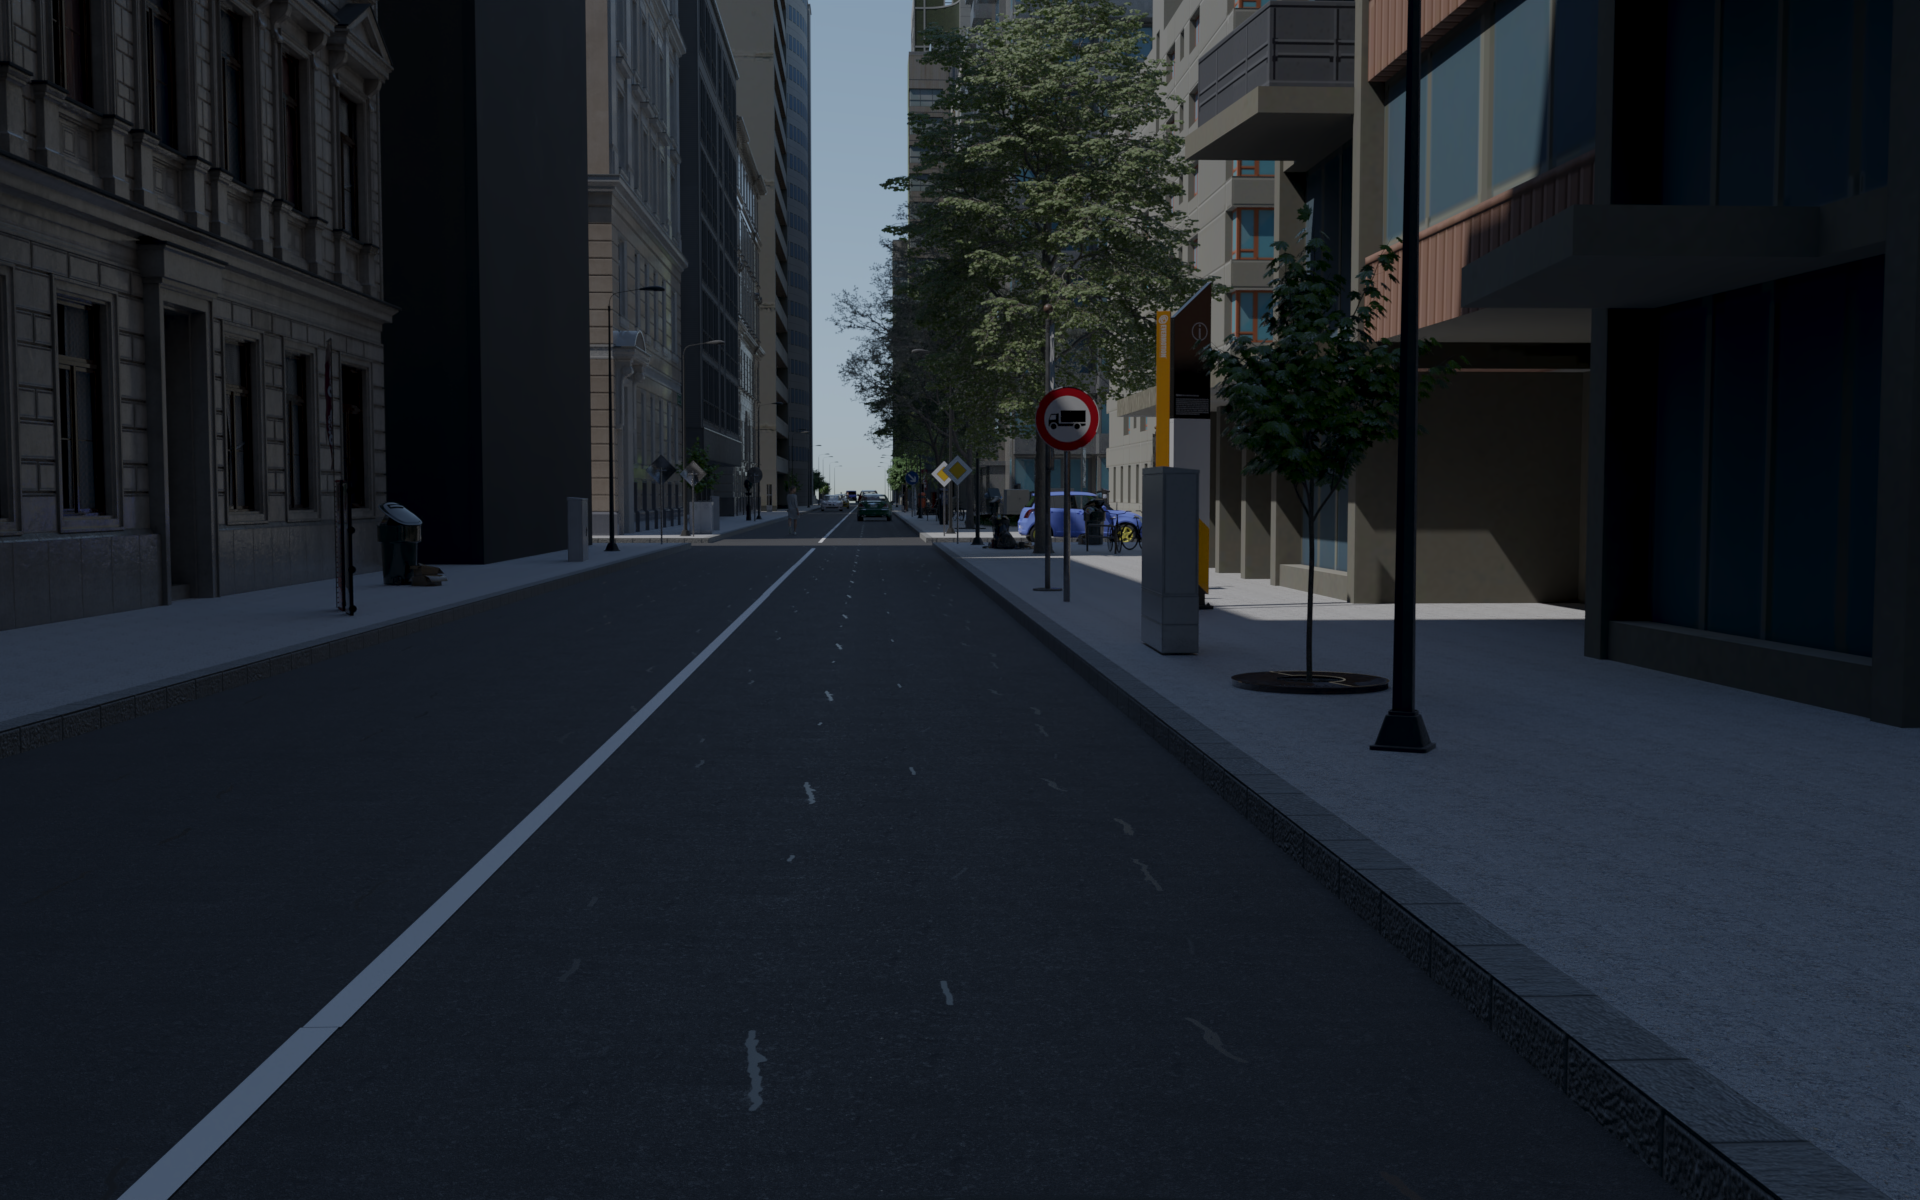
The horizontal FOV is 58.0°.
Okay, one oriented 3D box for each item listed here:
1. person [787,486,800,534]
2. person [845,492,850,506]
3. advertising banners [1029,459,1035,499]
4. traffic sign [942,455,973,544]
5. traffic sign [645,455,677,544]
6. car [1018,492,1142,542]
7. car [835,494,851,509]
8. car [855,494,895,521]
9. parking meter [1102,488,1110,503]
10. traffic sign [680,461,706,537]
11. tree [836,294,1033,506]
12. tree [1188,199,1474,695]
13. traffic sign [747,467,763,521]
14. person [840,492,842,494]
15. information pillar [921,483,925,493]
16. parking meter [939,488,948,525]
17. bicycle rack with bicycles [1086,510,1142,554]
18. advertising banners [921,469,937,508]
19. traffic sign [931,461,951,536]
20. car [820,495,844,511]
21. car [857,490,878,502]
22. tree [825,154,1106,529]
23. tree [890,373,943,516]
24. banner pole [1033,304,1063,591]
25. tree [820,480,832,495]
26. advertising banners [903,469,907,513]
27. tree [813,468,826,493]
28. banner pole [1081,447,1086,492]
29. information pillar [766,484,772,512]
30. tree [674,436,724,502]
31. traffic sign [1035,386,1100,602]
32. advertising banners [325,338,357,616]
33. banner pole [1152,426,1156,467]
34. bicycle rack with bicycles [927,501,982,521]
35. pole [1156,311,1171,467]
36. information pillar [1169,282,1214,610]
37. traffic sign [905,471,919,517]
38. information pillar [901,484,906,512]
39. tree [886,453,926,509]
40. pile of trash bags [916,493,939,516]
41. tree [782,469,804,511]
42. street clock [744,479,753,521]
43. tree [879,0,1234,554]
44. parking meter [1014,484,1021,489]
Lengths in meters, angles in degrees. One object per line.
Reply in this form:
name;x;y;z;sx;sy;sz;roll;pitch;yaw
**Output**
person;-5.927;-3.194;61.480;0.466;1.731;0.760;0;4;0
person;-13.858;-12.468;213.148;0.445;1.727;0.742;1;4;18
advertising banners;3.597;-5.477;85.732;0.090;3.025;2.074;0;4;-7
traffic sign;-0.063;-2.495;44.439;0.795;2.450;0.064;0;4;-3
traffic sign;-7.598;-2.473;44.068;0.795;2.450;0.064;0;4;-3
car;3.506;-2.434;49.390;3.694;1.707;1.945;0;4;-3
car;-11.702;-9.751;169.653;2.015;1.641;3.980;0;4;-3
car;-4.577;-4.973;93.112;2.131;1.459;4.920;0;4;-1
parking meter;6.477;-4.191;76.935;0.372;1.533;0.369;0;3;0
traffic sign;-8.013;-2.960;52.042;0.795;2.450;0.064;0;4;-3
tree;-0.857;-8.609;75.161;8.767;10.594;7.601;-1;4;-19
tree;2.261;-1.039;11.591;1.663;3.219;1.824;0;3;0
traffic sign;-9.646;-4.968;81.330;0.768;2.556;0.104;0;4;4
person;-16.047;-13.749;234.230;0.436;1.711;0.756;2;4;23
information pillar;-2.582;-6.892;117.172;0.304;2.012;0.304;-1;4;-15
parking meter;-0.671;-3.910;72.346;0.372;1.533;0.369;0;3;0
bicycle rack with bicycles;4.025;-1.528;38.370;2.852;0.926;2.925;-1;4;-15
advertising banners;-1.805;-7.647;121.209;2.074;3.025;0.090;-2;4;-25
traffic sign;-0.478;-2.983;52.413;0.795;2.450;0.064;0;4;-3
car;-10.834;-8.193;146.320;2.083;1.381;4.827;0;4;-5
car;-8.382;-9.236;159.685;2.281;1.827;5.304;0;4;-1
tree;0.231;-9.343;63.121;12.009;13.543;11.850;0;3;0
tree;-2.605;-9.255;101.674;4.737;8.622;4.395;0;3;0
banner pole;1.181;-1.997;22.675;0.401;3.779;0.863;0;4;-4
tree;-18.033;-14.597;233.263;1.663;3.219;1.824;0;3;0
advertising banners;-3.801;-7.598;120.414;0.090;3.025;2.074;0;4;4
tree;-17.412;-13.464;203.855;4.285;4.588;4.351;0;3;0
banner pole;5.804;-5.598;81.549;0.401;3.779;0.863;1;4;22
information pillar;-13.866;-7.431;125.989;0.304;2.012;0.304;-3;5;-42
tree;-8.682;-3.878;58.001;1.663;3.219;1.824;0;3;0
traffic sign;1.274;-1.253;20.591;0.768;2.556;0.104;0;4;5
advertising banners;-6.806;-1.395;18.991;0.090;3.025;2.074;-2;4;-25
banner pole;7.115;-4.488;63.396;0.401;3.779;0.863;1;4;18
bicycle rack with bicycles;-0.387;-4.224;82.439;2.852;0.926;2.925;-1;4;-13
pole;2.279;-1.565;19.428;0.158;3.312;0.155;0;3;0
information pillar;2.552;-1.699;19.127;0.504;3.616;0.183;-2;4;-24
traffic sign;-2.651;-5.869;96.062;0.768;2.556;0.104;0;4;7
information pillar;-4.059;-7.387;125.271;0.304;2.012;0.304;-1;4;-12
tree;-3.951;-8.954;130.119;4.285;4.588;4.351;0;3;0
pile of trash bags;-1.841;-5.819;104.899;1.912;1.369;3.447;1;4;17
tree;-12.679;-8.391;131.789;1.663;3.219;1.824;0;3;0
street clock;-10.222;-4.840;83.711;0.358;2.002;0.471;2;4;25
tree;2.000;-7.259;36.805;7.486;12.596;7.792;0;3;0
parking meter;3.162;-5.500;95.641;0.255;1.863;0.399;2;4;32
